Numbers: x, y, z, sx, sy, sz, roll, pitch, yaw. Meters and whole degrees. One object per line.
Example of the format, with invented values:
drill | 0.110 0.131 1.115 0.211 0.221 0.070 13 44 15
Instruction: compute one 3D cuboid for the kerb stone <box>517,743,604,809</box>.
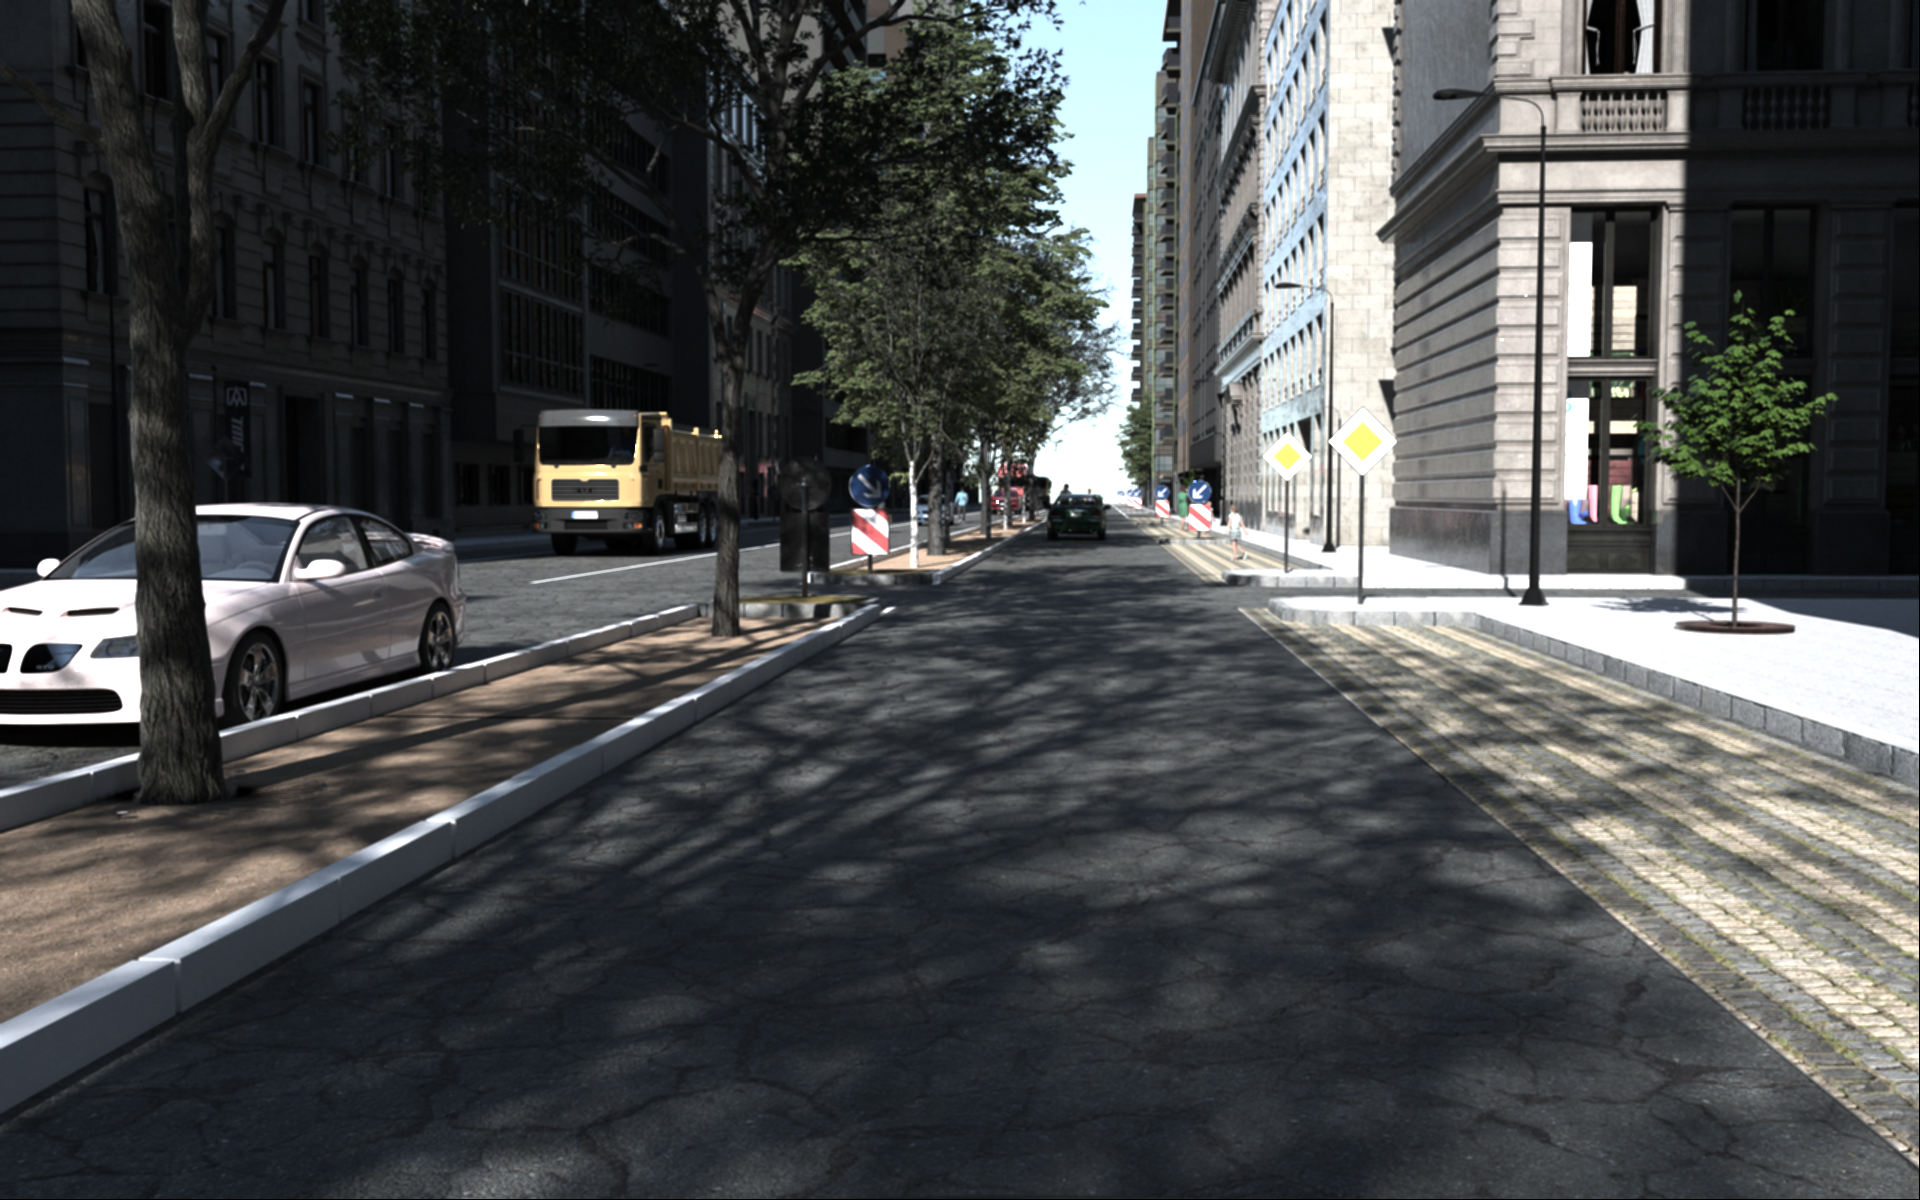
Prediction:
kerb stone | -1.930 0.847 8.346 0.120 0.150 1.000 0 4 5

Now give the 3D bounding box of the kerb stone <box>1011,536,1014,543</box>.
kerb stone | 1.384 -1.685 49.765 0.120 0.150 1.000 0 4 5

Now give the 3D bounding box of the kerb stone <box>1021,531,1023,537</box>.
kerb stone | 1.873 -2.060 55.895 0.120 0.150 1.000 0 4 5

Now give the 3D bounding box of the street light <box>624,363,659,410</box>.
street light | -11.362 -5.447 61.595 1.470 5.913 1.316 0 4 5

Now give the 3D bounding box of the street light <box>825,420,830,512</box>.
street light | -7.743 -8.164 106.022 1.470 5.913 1.316 0 4 5

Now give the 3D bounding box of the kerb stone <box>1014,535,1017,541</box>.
kerb stone | 1.541 -1.804 51.804 0.120 0.150 1.000 0 4 5

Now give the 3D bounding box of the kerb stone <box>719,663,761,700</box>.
kerb stone | -1.600 0.597 12.427 0.120 0.150 1.000 0 4 5

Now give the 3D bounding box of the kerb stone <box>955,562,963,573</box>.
kerb stone | -0.084 -0.556 31.350 0.120 0.150 1.000 0 4 5

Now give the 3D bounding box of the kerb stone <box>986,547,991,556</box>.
kerb stone | 0.561 -1.060 39.530 0.120 0.150 1.000 0 4 5

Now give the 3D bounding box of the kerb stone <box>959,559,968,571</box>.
kerb stone | -0.002 -0.622 32.368 0.120 0.150 1.000 0 4 5

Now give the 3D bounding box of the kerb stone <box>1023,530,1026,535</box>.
kerb stone | 2.036 -2.183 57.945 0.120 0.150 1.000 0 4 5

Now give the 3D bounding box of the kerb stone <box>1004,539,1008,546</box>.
kerb stone | 1.136 -1.498 46.695 0.120 0.150 1.000 0 4 5

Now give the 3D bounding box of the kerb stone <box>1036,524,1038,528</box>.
kerb stone | 2.931 -2.874 69.190 0.120 0.150 1.000 0 4 5

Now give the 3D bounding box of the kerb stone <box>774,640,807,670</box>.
kerb stone | -1.444 0.473 14.469 0.120 0.150 1.000 0 4 5

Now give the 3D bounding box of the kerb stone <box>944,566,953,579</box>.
kerb stone | -0.256 -0.432 29.303 0.120 0.150 1.000 0 4 5

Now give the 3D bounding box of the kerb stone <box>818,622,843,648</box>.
kerb stone | -1.273 0.348 16.511 0.120 0.150 1.000 0 4 5

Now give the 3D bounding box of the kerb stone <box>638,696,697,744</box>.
kerb stone | -1.767 0.722 10.385 0.120 0.150 1.000 0 4 5

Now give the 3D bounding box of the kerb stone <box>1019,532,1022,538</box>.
kerb stone | 1.788 -1.999 54.877 0.120 0.150 1.000 0 4 5

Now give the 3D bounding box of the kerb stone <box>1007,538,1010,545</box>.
kerb stone | 1.218 -1.561 47.721 0.120 0.150 1.000 0 4 5

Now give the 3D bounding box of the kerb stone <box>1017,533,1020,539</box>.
kerb stone | 1.706 -1.934 53.852 0.120 0.150 1.000 0 4 5

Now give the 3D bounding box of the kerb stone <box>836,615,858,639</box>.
kerb stone | -1.184 0.286 17.541 0.120 0.150 1.000 0 4 5

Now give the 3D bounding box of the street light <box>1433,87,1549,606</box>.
street light | 6.107 -2.898 19.929 1.470 5.913 1.316 0 4 5

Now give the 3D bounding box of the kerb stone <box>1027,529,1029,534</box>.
kerb stone | 2.206 -2.311 59.982 0.120 0.150 1.000 0 4 5

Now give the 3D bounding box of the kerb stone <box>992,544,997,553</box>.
kerb stone | 0.727 -1.185 41.576 0.120 0.150 1.000 0 4 5

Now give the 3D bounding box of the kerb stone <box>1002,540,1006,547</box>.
kerb stone | 1.055 -1.436 45.671 0.120 0.150 1.000 0 4 5

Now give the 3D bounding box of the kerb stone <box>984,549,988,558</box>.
kerb stone | 0.477 -0.995 38.512 0.120 0.150 1.000 0 4 5

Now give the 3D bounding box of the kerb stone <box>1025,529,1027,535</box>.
kerb stone | 2.125 -2.249 58.963 0.120 0.150 1.000 0 4 5

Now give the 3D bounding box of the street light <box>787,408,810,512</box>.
street light | -8.759 -7.391 93.391 1.470 5.913 1.316 0 4 5

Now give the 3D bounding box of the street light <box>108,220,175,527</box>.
street light | -13.899 -3.484 29.509 1.470 5.913 1.316 0 4 5

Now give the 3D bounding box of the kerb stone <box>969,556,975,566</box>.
kerb stone | 0.157 -0.739 34.417 0.120 0.150 1.000 0 4 5

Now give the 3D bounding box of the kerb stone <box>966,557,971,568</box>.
kerb stone | 0.075 -0.685 33.387 0.120 0.150 1.000 0 4 5

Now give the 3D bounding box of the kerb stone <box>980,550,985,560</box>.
kerb stone | 0.400 -0.935 37.492 0.120 0.150 1.000 0 4 5

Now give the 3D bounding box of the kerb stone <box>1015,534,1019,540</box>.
kerb stone | 1.630 -1.874 52.830 0.120 0.150 1.000 0 4 5

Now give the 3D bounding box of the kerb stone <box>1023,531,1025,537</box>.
kerb stone | 1.956 -2.124 56.926 0.120 0.150 1.000 0 4 5

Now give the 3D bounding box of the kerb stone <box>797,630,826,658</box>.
kerb stone | -1.360 0.410 15.493 0.120 0.150 1.000 0 4 5

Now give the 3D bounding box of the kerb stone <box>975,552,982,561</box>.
kerb stone | 0.325 -0.873 36.473 0.120 0.150 1.000 0 4 5

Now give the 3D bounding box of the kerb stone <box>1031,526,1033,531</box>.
kerb stone | 2.527 -2.562 64.079 0.120 0.150 1.000 0 4 5

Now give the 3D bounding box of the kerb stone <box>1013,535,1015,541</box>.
kerb stone | 1.465 -1.740 50.785 0.120 0.150 1.000 0 4 5

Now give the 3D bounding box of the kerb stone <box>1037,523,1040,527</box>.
kerb stone | 3.102 -2.995 71.228 0.120 0.150 1.000 0 4 5

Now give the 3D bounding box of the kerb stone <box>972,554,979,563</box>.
kerb stone | 0.234 -0.806 35.444 0.120 0.150 1.000 0 4 5

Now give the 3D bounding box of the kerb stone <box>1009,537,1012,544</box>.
kerb stone | 1.302 -1.623 48.739 0.120 0.150 1.000 0 4 5

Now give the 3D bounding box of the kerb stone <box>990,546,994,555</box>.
kerb stone | 0.650 -1.119 40.557 0.120 0.150 1.000 0 4 5

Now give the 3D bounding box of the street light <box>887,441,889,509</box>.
street light | -5.274 -10.150 138.497 1.470 5.913 1.316 0 4 5

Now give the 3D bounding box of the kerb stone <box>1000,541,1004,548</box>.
kerb stone | 0.975 -1.373 44.650 0.120 0.150 1.000 0 4 5

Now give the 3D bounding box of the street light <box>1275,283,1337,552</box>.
street light | 7.620 -4.014 38.167 1.470 5.913 1.316 0 4 5

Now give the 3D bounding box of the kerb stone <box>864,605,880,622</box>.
kerb stone | -1.030 0.160 19.582 0.120 0.150 1.000 0 4 5

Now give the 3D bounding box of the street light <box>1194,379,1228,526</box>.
street light | 10.140 -5.959 69.970 1.470 5.913 1.316 0 4 5

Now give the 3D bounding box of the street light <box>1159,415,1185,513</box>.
street light | 12.626 -7.904 101.775 1.470 5.913 1.316 0 4 5

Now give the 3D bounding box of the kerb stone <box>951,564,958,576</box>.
kerb stone | -0.171 -0.497 30.328 0.120 0.150 1.000 0 4 5

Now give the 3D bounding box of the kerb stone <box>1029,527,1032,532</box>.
kerb stone | 2.449 -2.495 63.058 0.120 0.150 1.000 0 4 5

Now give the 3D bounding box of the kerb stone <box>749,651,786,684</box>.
kerb stone | -1.524 0.535 13.447 0.120 0.150 1.000 0 4 5

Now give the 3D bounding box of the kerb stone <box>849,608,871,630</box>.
kerb stone | -1.111 0.222 18.561 0.120 0.150 1.000 0 4 5

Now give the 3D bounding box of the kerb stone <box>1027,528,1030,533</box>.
kerb stone | 2.284 -2.374 61.004 0.120 0.150 1.000 0 4 5

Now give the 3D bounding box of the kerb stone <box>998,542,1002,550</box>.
kerb stone | 0.899 -1.310 43.618 0.120 0.150 1.000 0 4 5

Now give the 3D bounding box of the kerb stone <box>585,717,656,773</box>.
kerb stone | -1.845 0.785 9.366 0.120 0.150 1.000 0 4 5

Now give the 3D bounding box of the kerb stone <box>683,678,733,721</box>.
kerb stone | -1.680 0.662 11.408 0.120 0.150 1.000 0 4 5

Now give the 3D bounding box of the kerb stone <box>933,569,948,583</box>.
kerb stone | -0.335 -0.372 28.281 0.120 0.150 1.000 0 4 5

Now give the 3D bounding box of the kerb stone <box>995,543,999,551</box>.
kerb stone | 0.820 -1.244 42.599 0.120 0.150 1.000 0 4 5
